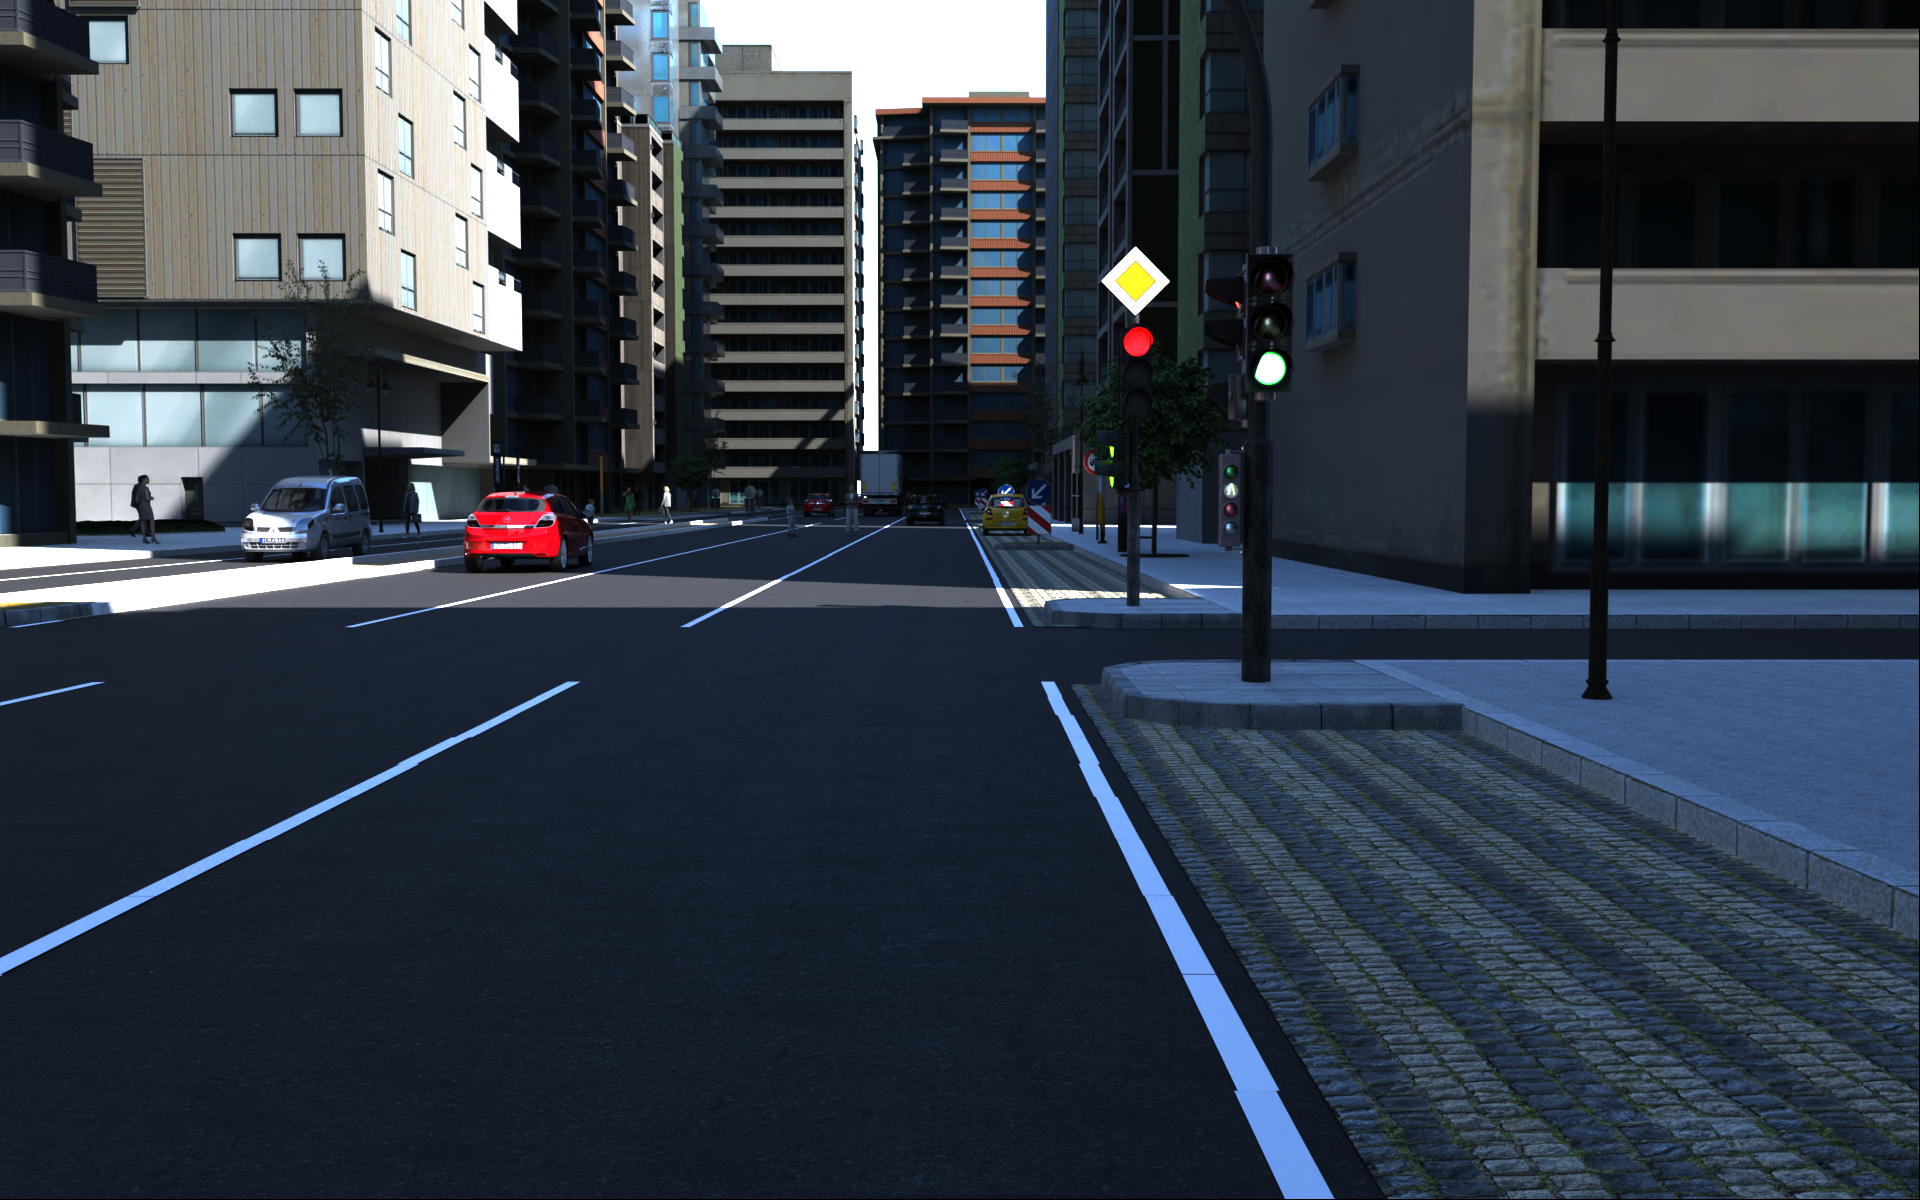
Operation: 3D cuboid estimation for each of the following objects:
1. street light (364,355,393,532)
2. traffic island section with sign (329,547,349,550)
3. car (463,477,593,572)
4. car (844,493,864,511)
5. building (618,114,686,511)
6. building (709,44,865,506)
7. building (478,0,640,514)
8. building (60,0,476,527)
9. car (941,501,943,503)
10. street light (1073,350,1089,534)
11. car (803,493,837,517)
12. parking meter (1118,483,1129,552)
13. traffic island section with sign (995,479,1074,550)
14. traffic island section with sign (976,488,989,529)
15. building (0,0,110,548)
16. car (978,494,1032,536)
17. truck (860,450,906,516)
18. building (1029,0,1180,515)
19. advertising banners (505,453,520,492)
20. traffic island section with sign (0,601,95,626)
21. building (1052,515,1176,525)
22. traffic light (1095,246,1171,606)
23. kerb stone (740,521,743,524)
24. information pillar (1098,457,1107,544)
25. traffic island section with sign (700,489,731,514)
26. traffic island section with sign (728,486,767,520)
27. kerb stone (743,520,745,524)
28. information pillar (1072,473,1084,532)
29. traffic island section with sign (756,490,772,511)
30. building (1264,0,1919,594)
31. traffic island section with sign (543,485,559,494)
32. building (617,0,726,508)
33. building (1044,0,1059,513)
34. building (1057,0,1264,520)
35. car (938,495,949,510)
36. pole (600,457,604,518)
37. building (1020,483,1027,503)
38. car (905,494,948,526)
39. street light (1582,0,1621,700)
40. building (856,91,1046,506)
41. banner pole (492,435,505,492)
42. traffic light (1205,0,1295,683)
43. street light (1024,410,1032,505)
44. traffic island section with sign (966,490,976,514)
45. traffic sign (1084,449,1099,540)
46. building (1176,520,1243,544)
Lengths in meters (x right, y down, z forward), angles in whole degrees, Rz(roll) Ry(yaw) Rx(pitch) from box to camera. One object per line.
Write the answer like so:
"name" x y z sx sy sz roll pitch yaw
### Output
"street light" -19.418 -5.208 57.933 0.468 5.910 1.993 0 4 0
"traffic island section with sign" -16.923 -2.204 44.670 1.989 1.847 2.006 0 4 0
"car" -8.216 -1.481 33.248 2.155 1.783 4.494 0 4 -2
"car" -9.048 -8.641 150.326 2.155 1.783 4.494 0 4 -2
"building" -29.054 -22.029 131.871 14.160 30.474 14.107 0 4 0
"building" -21.727 -34.706 191.141 21.600 48.544 21.300 0 4 0
"building" -32.854 -27.835 109.721 22.147 44.769 28.867 0 4 0
"building" -35.940 -29.867 77.558 28.713 52.752 27.495 0 4 0
"car" -2.087 -6.039 111.312 1.945 1.354 3.894 0 4 0
"street light" 3.909 -5.076 55.773 0.468 5.910 1.993 0 4 0
"car" -8.957 -6.210 110.578 2.155 1.783 4.494 0 4 0
"parking meter" 3.689 -1.837 38.442 0.372 1.533 0.369 0 3 0
"traffic island section with sign" 1.901 -2.219 44.909 1.989 1.847 2.006 0 4 0
"traffic island section with sign" 1.783 -3.868 71.864 1.989 1.847 2.006 0 4 0
"building" -32.476 -23.276 35.184 22.147 44.769 28.867 0 4 0
"car" 1.634 -3.082 60.616 2.015 1.641 3.980 0 4 1
"truck" -5.168 -7.806 116.537 2.839 4.237 11.283 0 3 0
"building" 15.986 -42.484 132.864 20.563 71.187 20.611 0 4 0
"advertising banners" -18.820 -4.694 72.942 0.090 3.025 2.074 0 4 4
"traffic island section with sign" -11.204 -0.695 19.493 2.006 1.907 1.989 0 4 0
"building" 14.888 -38.932 74.796 20.563 71.187 20.611 0 4 0
"traffic light" 1.970 -1.887 19.777 0.839 4.253 0.868 0 4 0
"kerb stone" -10.445 -3.621 81.398 0.120 0.150 1.000 0 4 0
"information pillar" 3.683 -3.274 44.878 0.183 3.616 0.504 1 4 17
"traffic island section with sign" -17.265 -6.968 122.547 1.989 1.847 2.006 0 4 0
"traffic island section with sign" -11.548 -5.290 94.631 2.006 1.907 1.989 0 4 0
"kerb stone" -10.455 -3.684 82.422 0.120 0.150 1.000 0 4 0
"information pillar" 4.027 -3.349 59.240 0.304 2.012 0.304 -2 4 -33
"traffic island section with sign" -17.379 -8.658 150.189 1.989 1.847 2.006 0 4 0
"building" 16.931 -24.940 31.473 21.600 48.544 21.300 0 4 0
"traffic island section with sign" -17.042 -3.869 71.894 1.989 1.847 2.006 0 4 0
"building" -37.151 -32.811 156.069 30.456 49.044 23.786 0 4 0
"building" 12.993 -28.488 115.886 14.600 45.320 14.200 0 4 0
"building" 12.688 -25.569 101.654 14.154 41.232 14.086 0 4 0
"car" -2.029 -9.142 162.052 1.945 1.354 3.894 0 4 0
"pole" -19.595 -6.170 94.720 0.158 3.312 0.155 0 3 0
"building" 21.412 -28.435 156.795 32.217 40.220 23.993 0 4 0
"car" -1.585 -4.310 80.254 2.009 1.686 4.222 0 4 1
"street light" 4.002 -2.319 10.705 0.468 5.910 1.993 0 4 0
"building" 3.506 -32.827 191.340 28.867 44.769 22.147 0 4 0
"banner pole" -19.332 -5.064 72.815 0.401 3.779 0.863 2 4 28
"traffic light" -0.086 -2.261 11.641 4.771 5.953 1.251 0 4 0
"street light" 3.680 -7.408 93.906 0.468 5.910 1.993 0 4 0
"traffic island section with sign" 1.566 -6.912 121.644 1.989 1.847 2.006 0 4 0
"traffic sign" 3.799 -2.919 47.827 0.768 2.556 0.104 0 4 4
"building" 13.240 -22.435 50.402 14.154 41.232 14.086 0 4 0
